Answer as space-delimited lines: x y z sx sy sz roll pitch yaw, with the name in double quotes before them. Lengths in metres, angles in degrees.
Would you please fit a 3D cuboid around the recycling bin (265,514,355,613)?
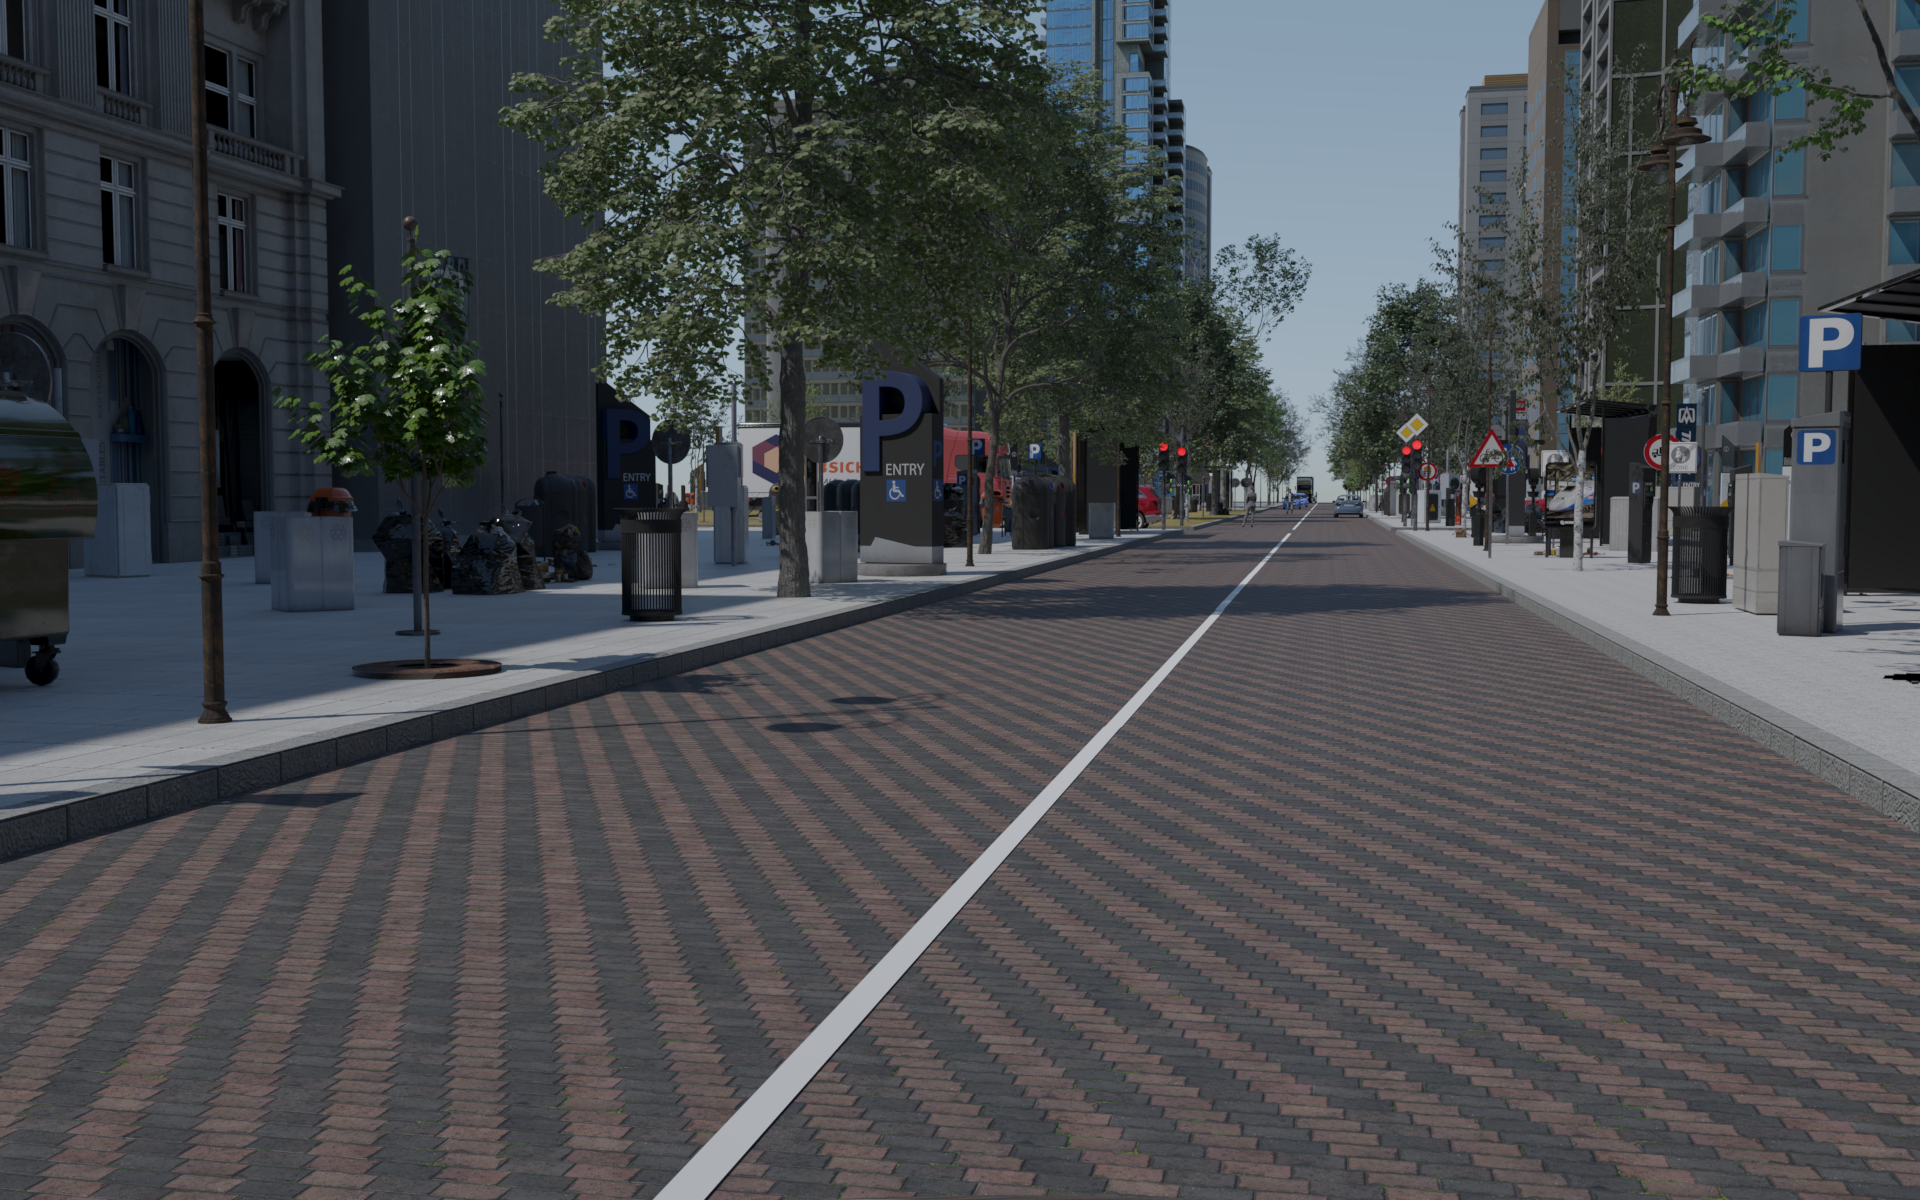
"recycling bin" -7.184 -0.406 19.200 0.722 1.027 0.722 -3 4 -37

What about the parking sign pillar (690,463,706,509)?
"parking sign pillar" -22.399 -9.758 148.021 1.447 3.967 1.447 1 4 18

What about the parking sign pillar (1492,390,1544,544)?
"parking sign pillar" 14.585 -3.480 45.374 1.447 3.967 1.447 1 4 16

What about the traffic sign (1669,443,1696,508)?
"traffic sign" 14.250 -1.968 34.314 0.606 2.300 0.079 1 4 13

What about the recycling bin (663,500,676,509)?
"recycling bin" -16.857 -5.348 99.994 0.722 1.027 0.722 -3 5 -43

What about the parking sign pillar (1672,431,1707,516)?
"parking sign pillar" 30.931 -5.198 73.464 1.447 3.967 1.447 3 5 41

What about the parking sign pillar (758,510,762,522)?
"parking sign pillar" -8.475 -5.526 78.830 1.447 3.967 1.447 0 4 5

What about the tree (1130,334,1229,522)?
"tree" 10.212 -7.883 79.245 4.360 8.622 3.978 0 3 0

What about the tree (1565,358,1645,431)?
"tree" 34.811 -8.731 93.113 4.737 8.622 4.395 0 3 0

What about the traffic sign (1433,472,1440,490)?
"traffic sign" 27.537 -6.135 100.421 0.768 2.556 0.104 1 4 12

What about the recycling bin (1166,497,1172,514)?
"recycling bin" 12.931 -5.929 109.500 0.722 1.027 0.722 3 5 45

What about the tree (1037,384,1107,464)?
"tree" 7.944 -9.650 108.140 4.737 8.622 4.395 0 3 0

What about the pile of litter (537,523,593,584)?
"pile of litter" -6.036 -0.703 25.463 1.176 0.858 1.719 1 4 23

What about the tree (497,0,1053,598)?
"tree" -1.721 -6.293 21.013 7.486 12.596 7.792 0 3 0

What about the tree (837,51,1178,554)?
"tree" 0.841 -6.246 36.532 7.601 10.594 8.767 2 4 23

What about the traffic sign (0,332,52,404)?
"traffic sign" -7.488 -0.830 13.669 0.768 2.556 0.104 1 4 16

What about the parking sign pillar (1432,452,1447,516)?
"parking sign pillar" 28.090 -6.967 102.389 1.447 3.967 1.447 0 4 -3

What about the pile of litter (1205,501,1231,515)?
"pile of litter" 15.825 -5.646 106.271 1.719 0.858 1.176 0 4 1

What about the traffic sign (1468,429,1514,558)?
"traffic sign" 10.593 -2.113 34.556 0.884 2.594 0.081 1 4 21

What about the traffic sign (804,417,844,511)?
"traffic sign" -2.289 -1.737 28.510 0.768 2.556 0.104 1 4 16

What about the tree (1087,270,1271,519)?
"tree" 11.309 -10.527 89.132 9.611 12.733 9.660 0 3 0

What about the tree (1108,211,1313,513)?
"tree" 16.534 -15.963 116.883 12.611 20.169 13.585 0 3 0

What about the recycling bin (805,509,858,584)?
"recycling bin" -1.976 -0.776 25.247 0.722 1.027 0.722 -3 5 -43

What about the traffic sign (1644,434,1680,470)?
"traffic sign" 14.830 -2.231 36.579 0.768 2.556 0.104 1 4 18

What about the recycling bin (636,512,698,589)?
"recycling bin" -4.015 -0.684 23.735 0.722 1.027 0.722 -1 4 -20

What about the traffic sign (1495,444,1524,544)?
"traffic sign" 13.956 -2.692 44.116 0.768 2.556 0.104 1 4 16

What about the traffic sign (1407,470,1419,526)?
"traffic sign" 17.924 -4.192 68.645 0.768 2.556 0.104 1 4 18

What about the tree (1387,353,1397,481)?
"tree" 15.442 -6.216 51.988 4.360 8.622 3.978 0 3 0

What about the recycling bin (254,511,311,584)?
"recycling bin" -9.759 -0.764 25.042 0.722 1.027 0.722 -1 4 -12

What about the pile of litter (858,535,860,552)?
"pile of litter" -2.036 -1.496 38.431 1.176 0.858 1.719 -2 4 -35

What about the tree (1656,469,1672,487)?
"tree" 44.325 -7.885 112.636 4.285 4.588 4.351 0 3 0

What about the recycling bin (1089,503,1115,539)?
"recycling bin" 4.093 -2.282 49.862 0.722 1.027 0.722 1 4 9

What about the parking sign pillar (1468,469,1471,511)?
"parking sign pillar" 39.171 -8.749 131.513 1.447 3.967 1.447 3 5 41

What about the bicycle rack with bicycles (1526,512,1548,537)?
"bicycle rack with bicycles" 17.984 -2.243 50.057 2.925 0.926 2.852 1 4 23

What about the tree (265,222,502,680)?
"tree" -3.814 -1.094 12.496 1.663 3.219 1.824 0 3 0

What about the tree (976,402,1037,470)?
"tree" 3.625 -10.098 115.460 4.737 8.622 4.395 0 3 0

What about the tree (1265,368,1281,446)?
"tree" 15.588 -11.350 103.696 7.486 12.596 7.792 0 3 0

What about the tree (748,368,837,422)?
"tree" -9.788 -9.176 100.391 4.737 8.622 4.395 0 3 0

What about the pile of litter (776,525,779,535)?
"pile of litter" -5.535 -2.482 54.544 1.176 0.858 1.719 2 4 34

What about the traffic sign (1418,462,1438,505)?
"traffic sign" 18.364 -4.158 68.088 0.768 2.556 0.104 1 4 16

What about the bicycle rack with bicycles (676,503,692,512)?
"bicycle rack with bicycles" -20.351 -6.565 120.724 2.925 0.926 2.852 0 4 4

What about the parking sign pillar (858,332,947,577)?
"parking sign pillar" -0.925 -2.384 27.457 1.447 3.967 1.447 2 4 26

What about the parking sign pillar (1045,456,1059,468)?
"parking sign pillar" 6.786 -8.290 124.018 1.447 3.967 1.447 0 4 -8

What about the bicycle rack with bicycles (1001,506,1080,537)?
"bicycle rack with bicycles" 2.353 -2.396 52.555 2.852 0.926 2.925 0 4 6

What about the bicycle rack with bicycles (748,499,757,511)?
"bicycle rack with bicycles" -15.910 -7.060 128.817 2.852 0.926 2.925 -3 5 -42

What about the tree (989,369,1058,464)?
"tree" 3.029 -8.748 93.387 4.360 8.622 3.978 0 3 0

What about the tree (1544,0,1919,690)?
"tree" 6.779 -5.222 11.140 9.928 11.665 9.643 0 3 0

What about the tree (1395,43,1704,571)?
"tree" 10.211 -4.798 28.807 4.360 8.622 3.978 0 3 0

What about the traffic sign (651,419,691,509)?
"traffic sign" -4.922 -1.794 29.443 0.768 2.556 0.104 1 4 21

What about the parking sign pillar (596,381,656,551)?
"parking sign pillar" -7.682 -3.145 39.890 1.447 3.967 1.447 -2 4 -35

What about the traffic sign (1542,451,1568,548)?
"traffic sign" 13.994 -2.364 40.780 0.606 2.300 0.079 1 4 21

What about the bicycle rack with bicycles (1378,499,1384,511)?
"bicycle rack with bicycles" 32.745 -7.264 132.140 2.925 0.926 2.852 -2 4 -30

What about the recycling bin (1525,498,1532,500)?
"recycling bin" 36.927 -6.109 112.431 0.722 1.027 0.722 0 3 0
